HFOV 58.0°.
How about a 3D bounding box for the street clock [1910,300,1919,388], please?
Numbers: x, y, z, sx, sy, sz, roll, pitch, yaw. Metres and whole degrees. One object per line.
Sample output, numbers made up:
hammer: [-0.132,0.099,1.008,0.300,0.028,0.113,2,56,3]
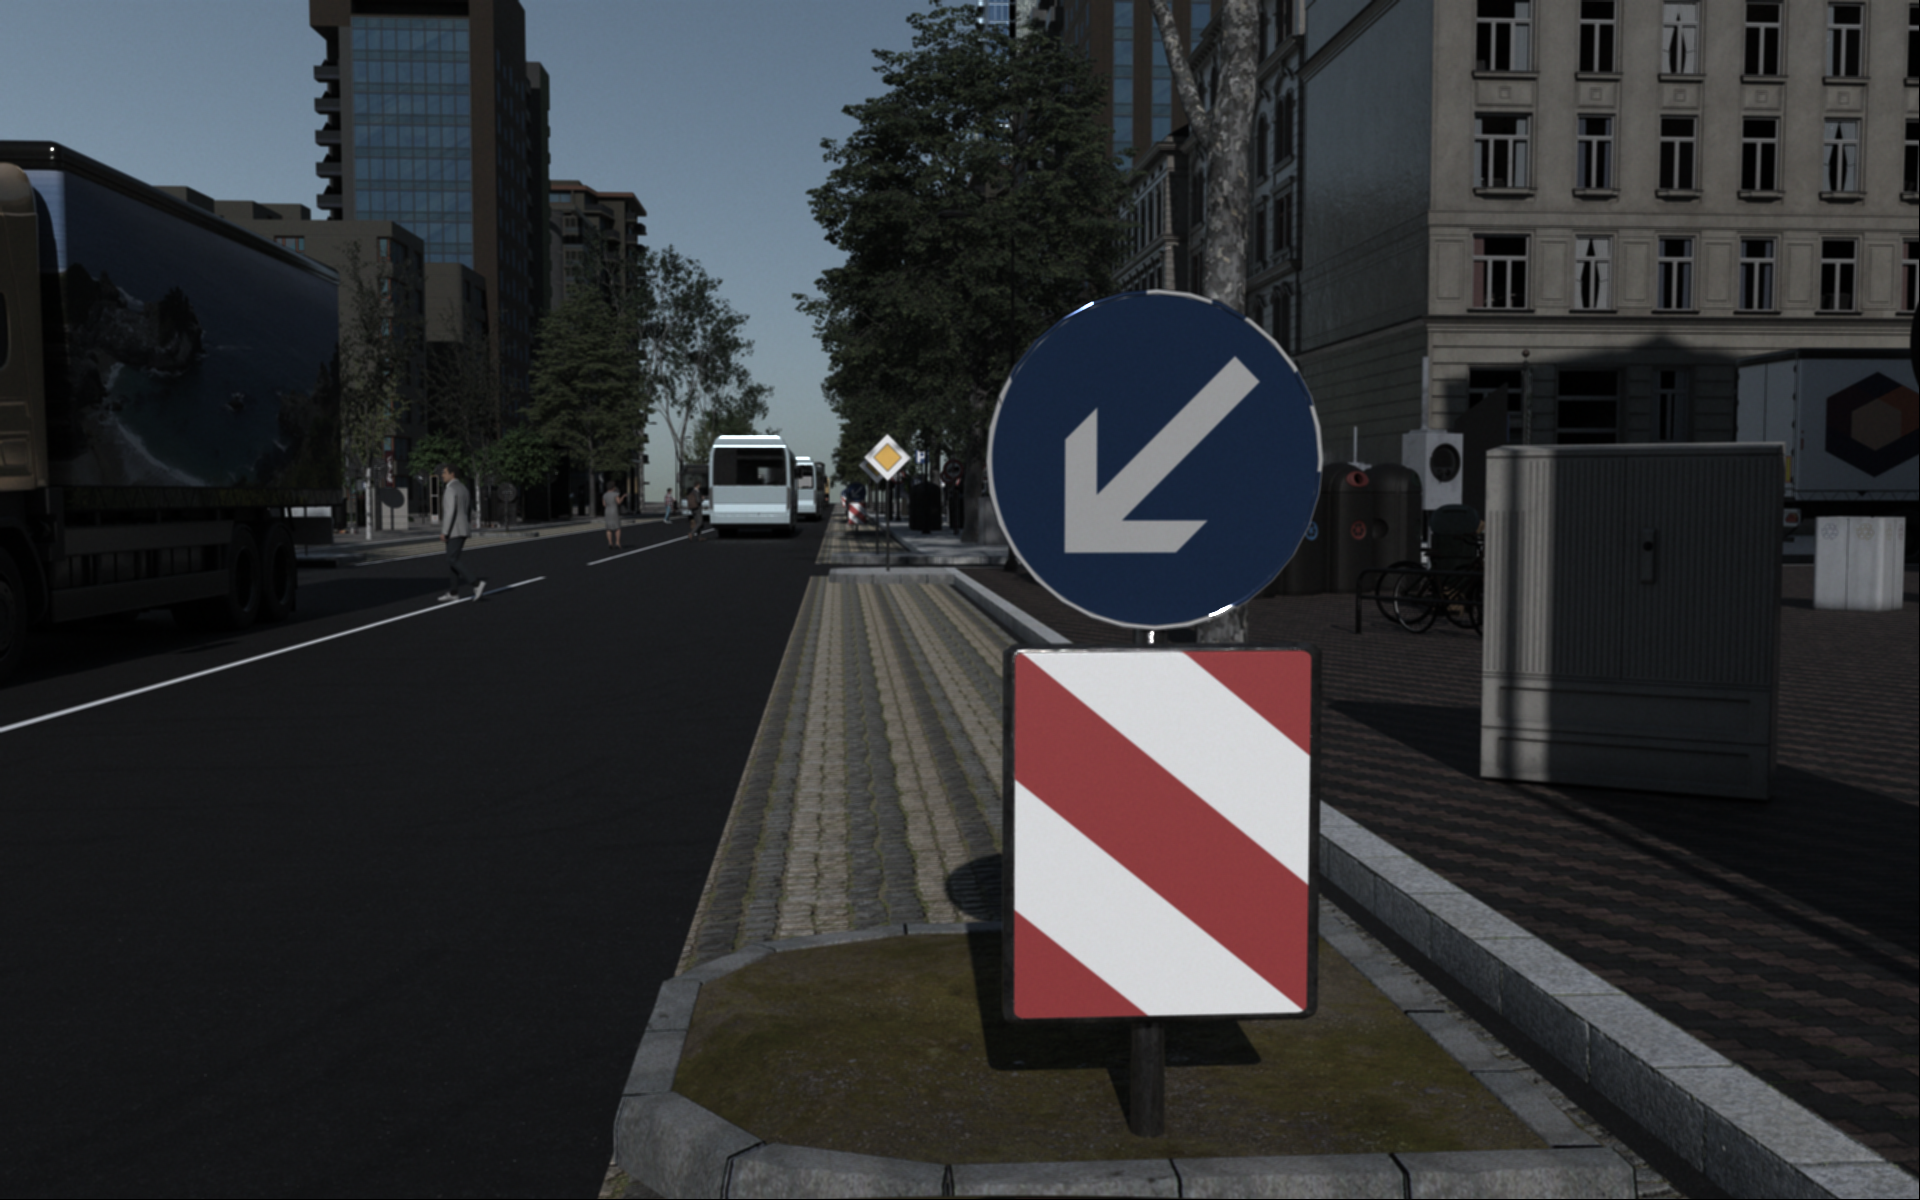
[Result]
street clock: [3.273,-0.060,5.546,0.471,2.002,0.358,-2,4,-26]

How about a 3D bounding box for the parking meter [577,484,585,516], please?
parking meter: [-22.136,-5.841,101.214,0.399,1.863,0.255,-2,4,-34]

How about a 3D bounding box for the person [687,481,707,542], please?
person: [-7.982,-2.683,52.333,0.822,1.834,0.622,-3,5,-44]

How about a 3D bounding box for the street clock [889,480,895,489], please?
street clock: [-3.635,-5.250,90.412,0.358,2.002,0.471,3,5,41]

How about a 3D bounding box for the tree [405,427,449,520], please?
tree: [-25.428,-6.187,84.875,4.285,4.588,4.351,0,3,0]

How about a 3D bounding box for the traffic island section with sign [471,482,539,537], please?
traffic island section with sign: [-15.149,-3.008,57.802,1.989,1.847,2.006,0,4,-4]

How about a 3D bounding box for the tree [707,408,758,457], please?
tree: [-29.585,-18.988,228.574,7.486,12.596,7.792,0,3,0]

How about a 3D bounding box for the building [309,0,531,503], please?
building: [-44.282,-30.242,144.560,14.600,45.320,14.200,0,4,-4]

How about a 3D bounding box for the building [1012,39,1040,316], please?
building: [12.625,-31.656,167.694,14.600,45.320,14.200,0,4,-4]

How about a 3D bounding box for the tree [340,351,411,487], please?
tree: [-30.031,-8.423,88.080,4.737,8.622,4.395,0,3,0]

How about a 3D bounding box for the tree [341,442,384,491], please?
tree: [-35.612,-7.258,102.375,4.285,4.588,4.351,0,3,0]

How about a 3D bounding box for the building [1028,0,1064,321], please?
building: [17.611,-32.168,145.550,23.786,49.044,30.456,0,4,-4]

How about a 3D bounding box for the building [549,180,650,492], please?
building: [-55.922,-36.047,243.986,22.147,44.769,28.867,0,4,-4]

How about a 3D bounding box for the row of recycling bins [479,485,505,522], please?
row of recycling bins: [-22.143,-4.552,81.535,1.069,1.692,3.534,-1,4,-23]

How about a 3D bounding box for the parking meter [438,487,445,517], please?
parking meter: [-28.320,-5.435,94.576,0.399,1.863,0.255,-3,4,-38]

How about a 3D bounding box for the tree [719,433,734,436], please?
tree: [-27.767,-15.593,205.302,4.360,8.622,3.978,0,3,0]

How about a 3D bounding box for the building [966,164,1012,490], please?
building: [12.196,-34.971,226.395,22.147,44.769,28.867,0,4,-4]

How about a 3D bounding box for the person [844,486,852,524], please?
person: [-5.265,-4.526,82.603,0.391,1.810,0.635,-2,4,-24]

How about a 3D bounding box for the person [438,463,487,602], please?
person: [-6.659,-0.905,23.147,0.795,1.843,0.661,1,4,11]

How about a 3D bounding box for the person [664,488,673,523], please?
person: [-14.418,-4.659,85.514,0.643,1.720,0.563,-3,4,-36]

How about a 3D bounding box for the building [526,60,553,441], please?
building: [-45.616,-29.061,158.743,14.154,41.232,14.086,0,4,-4]

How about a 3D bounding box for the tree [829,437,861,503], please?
tree: [-14.782,-20.597,253.769,9.611,12.733,9.660,0,3,0]

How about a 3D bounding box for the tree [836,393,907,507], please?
tree: [-8.529,-15.446,170.664,7.486,12.596,7.792,0,3,0]

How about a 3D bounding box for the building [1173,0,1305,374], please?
building: [19.013,-17.999,81.681,14.401,28.519,23.554,0,4,-4]

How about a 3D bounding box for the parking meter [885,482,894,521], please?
parking meter: [-3.420,-4.778,83.828,0.399,1.863,0.255,0,4,1]

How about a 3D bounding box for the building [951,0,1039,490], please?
building: [10.290,-57.631,254.939,22.319,86.520,31.000,0,4,-4]

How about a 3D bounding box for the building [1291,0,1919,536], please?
building: [27.850,-13.888,60.360,30.059,22.955,16.112,0,4,-4]

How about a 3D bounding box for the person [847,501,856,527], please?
person: [-4.608,-3.754,74.127,0.590,1.304,0.306,3,5,44]

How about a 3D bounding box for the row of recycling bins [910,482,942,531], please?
row of recycling bins: [-1.288,-3.364,62.109,1.069,1.692,3.534,0,4,-6]

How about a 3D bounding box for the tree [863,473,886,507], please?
tree: [-8.310,-11.852,177.486,4.285,4.588,4.351,0,3,0]

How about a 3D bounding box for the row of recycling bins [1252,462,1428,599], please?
row of recycling bins: [4.580,-0.934,22.385,3.534,1.692,1.069,-2,4,-35]

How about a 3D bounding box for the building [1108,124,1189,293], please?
building: [15.300,-16.787,103.339,11.050,23.489,19.941,0,4,-4]

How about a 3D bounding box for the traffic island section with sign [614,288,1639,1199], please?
traffic island section with sign: [0.225,0.274,4.145,1.989,1.847,2.006,0,4,-4]

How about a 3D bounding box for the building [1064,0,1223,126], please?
building: [15.097,-28.932,123.148,14.600,45.320,14.200,0,4,-4]

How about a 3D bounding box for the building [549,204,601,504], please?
building: [-58.842,-32.141,217.391,32.217,40.220,23.993,0,4,-4]

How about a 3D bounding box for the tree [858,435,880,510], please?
tree: [-6.544,-11.696,141.592,4.737,8.622,4.395,0,3,0]

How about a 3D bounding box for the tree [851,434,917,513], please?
tree: [-4.491,-10.040,114.517,4.360,8.622,3.978,0,3,0]

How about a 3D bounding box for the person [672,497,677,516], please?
person: [-18.698,-6.157,112.348,0.628,1.438,0.799,1,4,8]

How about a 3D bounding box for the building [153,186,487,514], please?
building: [-50.667,-17.015,123.231,27.650,21.520,28.899,0,4,-4]

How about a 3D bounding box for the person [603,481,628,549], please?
person: [-8.906,-2.211,45.004,0.716,1.782,0.532,2,4,26]

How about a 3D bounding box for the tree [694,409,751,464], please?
tree: [-29.044,-17.472,211.428,9.928,11.665,9.643,0,3,0]
